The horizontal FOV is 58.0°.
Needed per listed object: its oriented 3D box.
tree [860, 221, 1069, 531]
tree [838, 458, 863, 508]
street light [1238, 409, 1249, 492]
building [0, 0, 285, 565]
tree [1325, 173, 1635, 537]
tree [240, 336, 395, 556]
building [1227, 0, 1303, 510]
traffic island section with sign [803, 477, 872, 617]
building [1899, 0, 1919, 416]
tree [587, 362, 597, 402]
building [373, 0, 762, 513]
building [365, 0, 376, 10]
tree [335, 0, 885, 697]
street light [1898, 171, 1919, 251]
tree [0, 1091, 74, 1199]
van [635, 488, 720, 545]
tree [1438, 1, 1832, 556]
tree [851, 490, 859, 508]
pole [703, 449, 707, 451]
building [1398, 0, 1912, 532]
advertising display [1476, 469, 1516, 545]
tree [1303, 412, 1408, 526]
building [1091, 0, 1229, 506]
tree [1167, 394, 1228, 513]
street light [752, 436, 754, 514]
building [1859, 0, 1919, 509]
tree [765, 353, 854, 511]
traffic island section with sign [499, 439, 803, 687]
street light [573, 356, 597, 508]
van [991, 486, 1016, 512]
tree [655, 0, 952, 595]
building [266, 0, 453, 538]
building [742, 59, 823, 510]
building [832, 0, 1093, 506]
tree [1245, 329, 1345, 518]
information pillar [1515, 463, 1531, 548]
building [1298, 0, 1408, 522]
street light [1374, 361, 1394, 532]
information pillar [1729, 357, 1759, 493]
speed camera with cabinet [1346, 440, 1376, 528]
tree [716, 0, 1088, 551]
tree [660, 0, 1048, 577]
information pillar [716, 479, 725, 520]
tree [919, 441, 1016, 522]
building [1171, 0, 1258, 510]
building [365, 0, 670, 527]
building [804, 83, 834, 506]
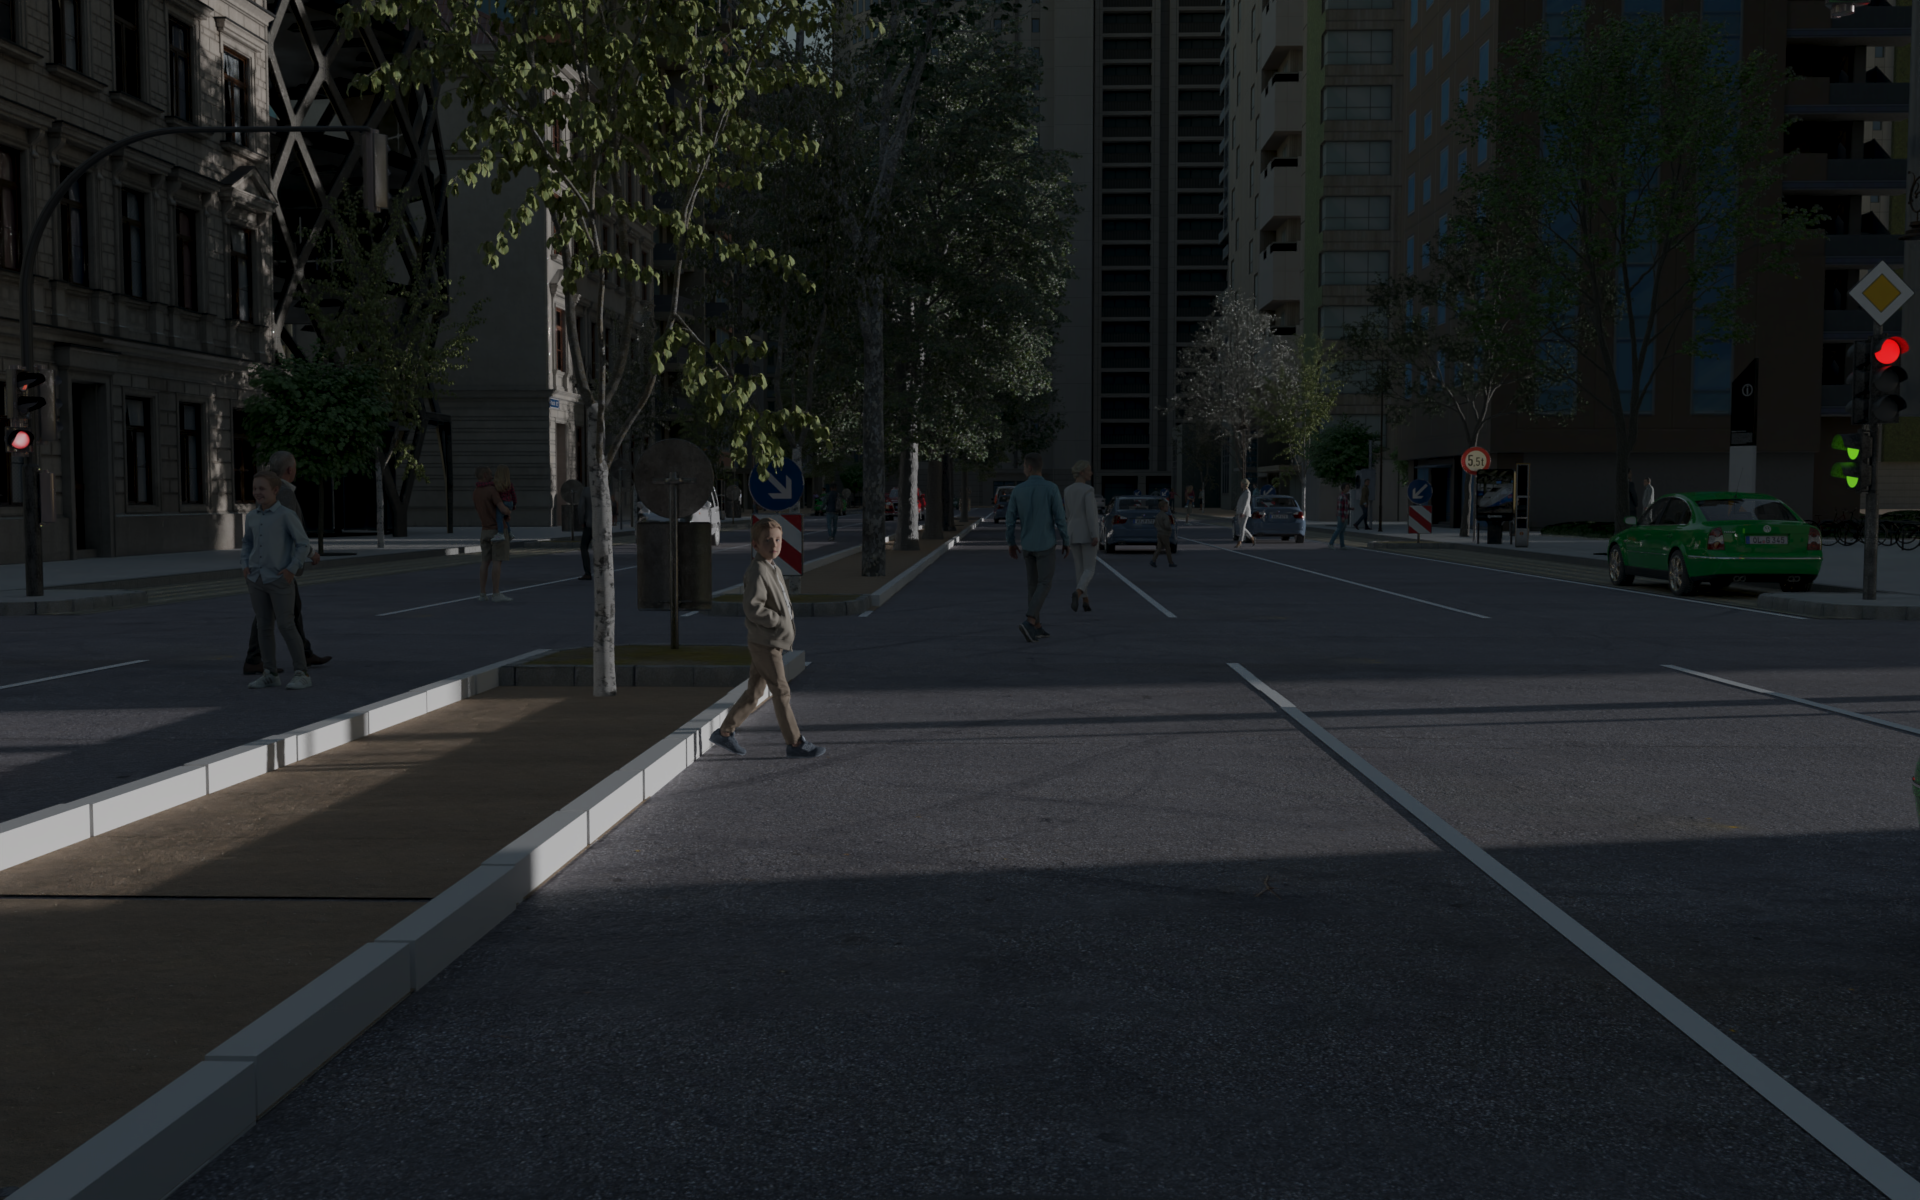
[{"bbox_3d":[-0.551,-8.981,66.309,9.611,12.733,9.660,0,3,0],"label":"tree"},{"bbox_3d":[-9.839,-11.442,170.797,4.285,4.588,4.351,0,3,0],"label":"tree"},{"bbox_3d":[15.456,-7.448,94.569,0.468,5.910,1.993,0,4,2],"label":"street light"},{"bbox_3d":[-21.863,-10.350,33.847,10.561,19.102,19.286,0,4,2],"label":"building"},{"bbox_3d":[15.125,-7.152,51.355,8.767,10.594,7.601,0,4,0],"label":"tree"},{"bbox_3d":[-13.414,-3.206,36.126,4.285,4.588,4.351,0,3,0],"label":"tree"},{"bbox_3d":[34.018,-32.577,121.879,28.713,52.752,27.495,0,4,2],"label":"building"},{"bbox_3d":[-2.143,-0.795,21.136,2.006,1.907,1.989,0,4,2],"label":"traffic island section with sign"},{"bbox_3d":[26.043,-21.044,27.673,14.086,41.232,14.154,0,4,2],"label":"building"},{"bbox_3d":[-12.363,-7.057,65.746,4.360,8.622,3.978,0,3,0],"label":"tree"},{"bbox_3d":[-24.870,-27.922,111.146,22.147,44.769,28.867,0,4,2],"label":"building"},{"bbox_3d":[-52.835,-32.955,158.429,30.456,49.044,23.786,0,4,2],"label":"building"},{"bbox_3d":[-2.478,-3.604,11.744,4.737,8.622,4.395,0,3,0],"label":"tree"},{"bbox_3d":[13.167,-3.088,23.280,0.468,5.910,1.993,0,4,2],"label":"street light"},{"bbox_3d":[-2.440,-5.508,2.888,12.009,13.543,11.850,0,3,0],"label":"tree"},{"bbox_3d":[-7.634,-2.444,46.976,2.013,2.044,4.112,0,4,3],"label":"van"},{"bbox_3d":[13.900,-6.742,35.990,9.928,11.665,9.643,0,3,0],"label":"tree"},{"bbox_3d":[-10.023,-10.377,164.269,1.663,3.219,1.824,0,3,0],"label":"tree"},{"bbox_3d":[-11.449,-5.145,77.971,0.158,3.312,0.155,0,3,0],"label":"pole"},{"bbox_3d":[25.091,-25.335,64.339,14.600,45.320,14.200,0,4,2],"label":"building"},{"bbox_3d":[13.674,-2.386,44.232,0.974,1.923,0.123,2,4,35],"label":"advertising display"},{"bbox_3d":[15.360,-5.214,68.956,4.285,4.588,4.351,0,3,0],"label":"tree"},{"bbox_3d":[24.836,-46.077,191.610,20.611,71.187,20.563,0,4,2],"label":"building"},{"bbox_3d":[16.286,-10.172,116.679,4.360,8.622,3.978,0,3,0],"label":"tree"},{"bbox_3d":[-11.244,-7.410,93.943,0.468,5.910,1.993,0,4,2],"label":"street light"},{"bbox_3d":[70.008,-37.537,155.733,28.212,58.520,21.231,0,4,2],"label":"building"},{"bbox_3d":[-11.292,-13.137,132.924,7.486,12.596,7.792,0,3,0],"label":"tree"},{"bbox_3d":[-2.391,-0.342,13.733,2.006,1.907,1.989,0,4,2],"label":"traffic island section with sign"},{"bbox_3d":[-12.559,-5.216,58.070,0.468,5.910,1.993,0,4,2],"label":"street light"},{"bbox_3d":[2.678,-5.352,94.513,2.013,2.044,4.112,0,4,2],"label":"van"},{"bbox_3d":[-2.118,-4.237,22.097,4.360,8.622,3.978,0,3,0],"label":"tree"},{"bbox_3d":[-24.626,-11.314,52.432,16.820,18.784,16.811,0,4,2],"label":"building"},{"bbox_3d":[-24.903,-28.247,153.722,23.993,40.220,32.217,0,4,2],"label":"building"},{"bbox_3d":[0.268,-39.825,193.140,28.212,58.520,21.231,0,4,2],"label":"building"},{"bbox_3d":[15.076,-7.731,76.767,4.737,8.622,4.395,0,3,0],"label":"tree"},{"bbox_3d":[13.524,-2.271,41.622,0.304,2.012,0.304,2,4,23],"label":"information pillar"},{"bbox_3d":[24.089,-24.649,86.609,14.154,41.232,14.086,0,4,2],"label":"building"},{"bbox_3d":[14.331,-5.266,58.883,0.468,5.910,1.993,0,4,2],"label":"street light"},{"bbox_3d":[13.531,-2.358,29.913,0.183,3.616,0.504,-2,4,-27],"label":"information pillar"},{"bbox_3d":[14.854,-4.286,64.418,0.660,3.252,2.038,0,4,-5],"label":"speed camera with cabinet"},{"bbox_3d":[-1.366,-8.224,43.577,9.857,13.997,8.962,0,3,0],"label":"tree"},{"bbox_3d":[-2.684,-10.519,30.337,12.611,20.169,13.585,0,3,0],"label":"tree"},{"bbox_3d":[-11.866,-4.979,85.903,0.304,2.012,0.304,2,4,24],"label":"information pillar"},{"bbox_3d":[0.134,-10.262,88.365,7.486,12.596,7.792,0,3,0],"label":"tree"},{"bbox_3d":[31.357,-51.283,151.150,22.319,86.520,31.000,0,4,2],"label":"building"},{"bbox_3d":[-20.647,-14.715,76.752,11.583,22.565,21.152,0,4,2],"label":"building"},{"bbox_3d":[-24.743,-34.841,193.347,21.600,48.544,21.300,0,4,2],"label":"building"}]
